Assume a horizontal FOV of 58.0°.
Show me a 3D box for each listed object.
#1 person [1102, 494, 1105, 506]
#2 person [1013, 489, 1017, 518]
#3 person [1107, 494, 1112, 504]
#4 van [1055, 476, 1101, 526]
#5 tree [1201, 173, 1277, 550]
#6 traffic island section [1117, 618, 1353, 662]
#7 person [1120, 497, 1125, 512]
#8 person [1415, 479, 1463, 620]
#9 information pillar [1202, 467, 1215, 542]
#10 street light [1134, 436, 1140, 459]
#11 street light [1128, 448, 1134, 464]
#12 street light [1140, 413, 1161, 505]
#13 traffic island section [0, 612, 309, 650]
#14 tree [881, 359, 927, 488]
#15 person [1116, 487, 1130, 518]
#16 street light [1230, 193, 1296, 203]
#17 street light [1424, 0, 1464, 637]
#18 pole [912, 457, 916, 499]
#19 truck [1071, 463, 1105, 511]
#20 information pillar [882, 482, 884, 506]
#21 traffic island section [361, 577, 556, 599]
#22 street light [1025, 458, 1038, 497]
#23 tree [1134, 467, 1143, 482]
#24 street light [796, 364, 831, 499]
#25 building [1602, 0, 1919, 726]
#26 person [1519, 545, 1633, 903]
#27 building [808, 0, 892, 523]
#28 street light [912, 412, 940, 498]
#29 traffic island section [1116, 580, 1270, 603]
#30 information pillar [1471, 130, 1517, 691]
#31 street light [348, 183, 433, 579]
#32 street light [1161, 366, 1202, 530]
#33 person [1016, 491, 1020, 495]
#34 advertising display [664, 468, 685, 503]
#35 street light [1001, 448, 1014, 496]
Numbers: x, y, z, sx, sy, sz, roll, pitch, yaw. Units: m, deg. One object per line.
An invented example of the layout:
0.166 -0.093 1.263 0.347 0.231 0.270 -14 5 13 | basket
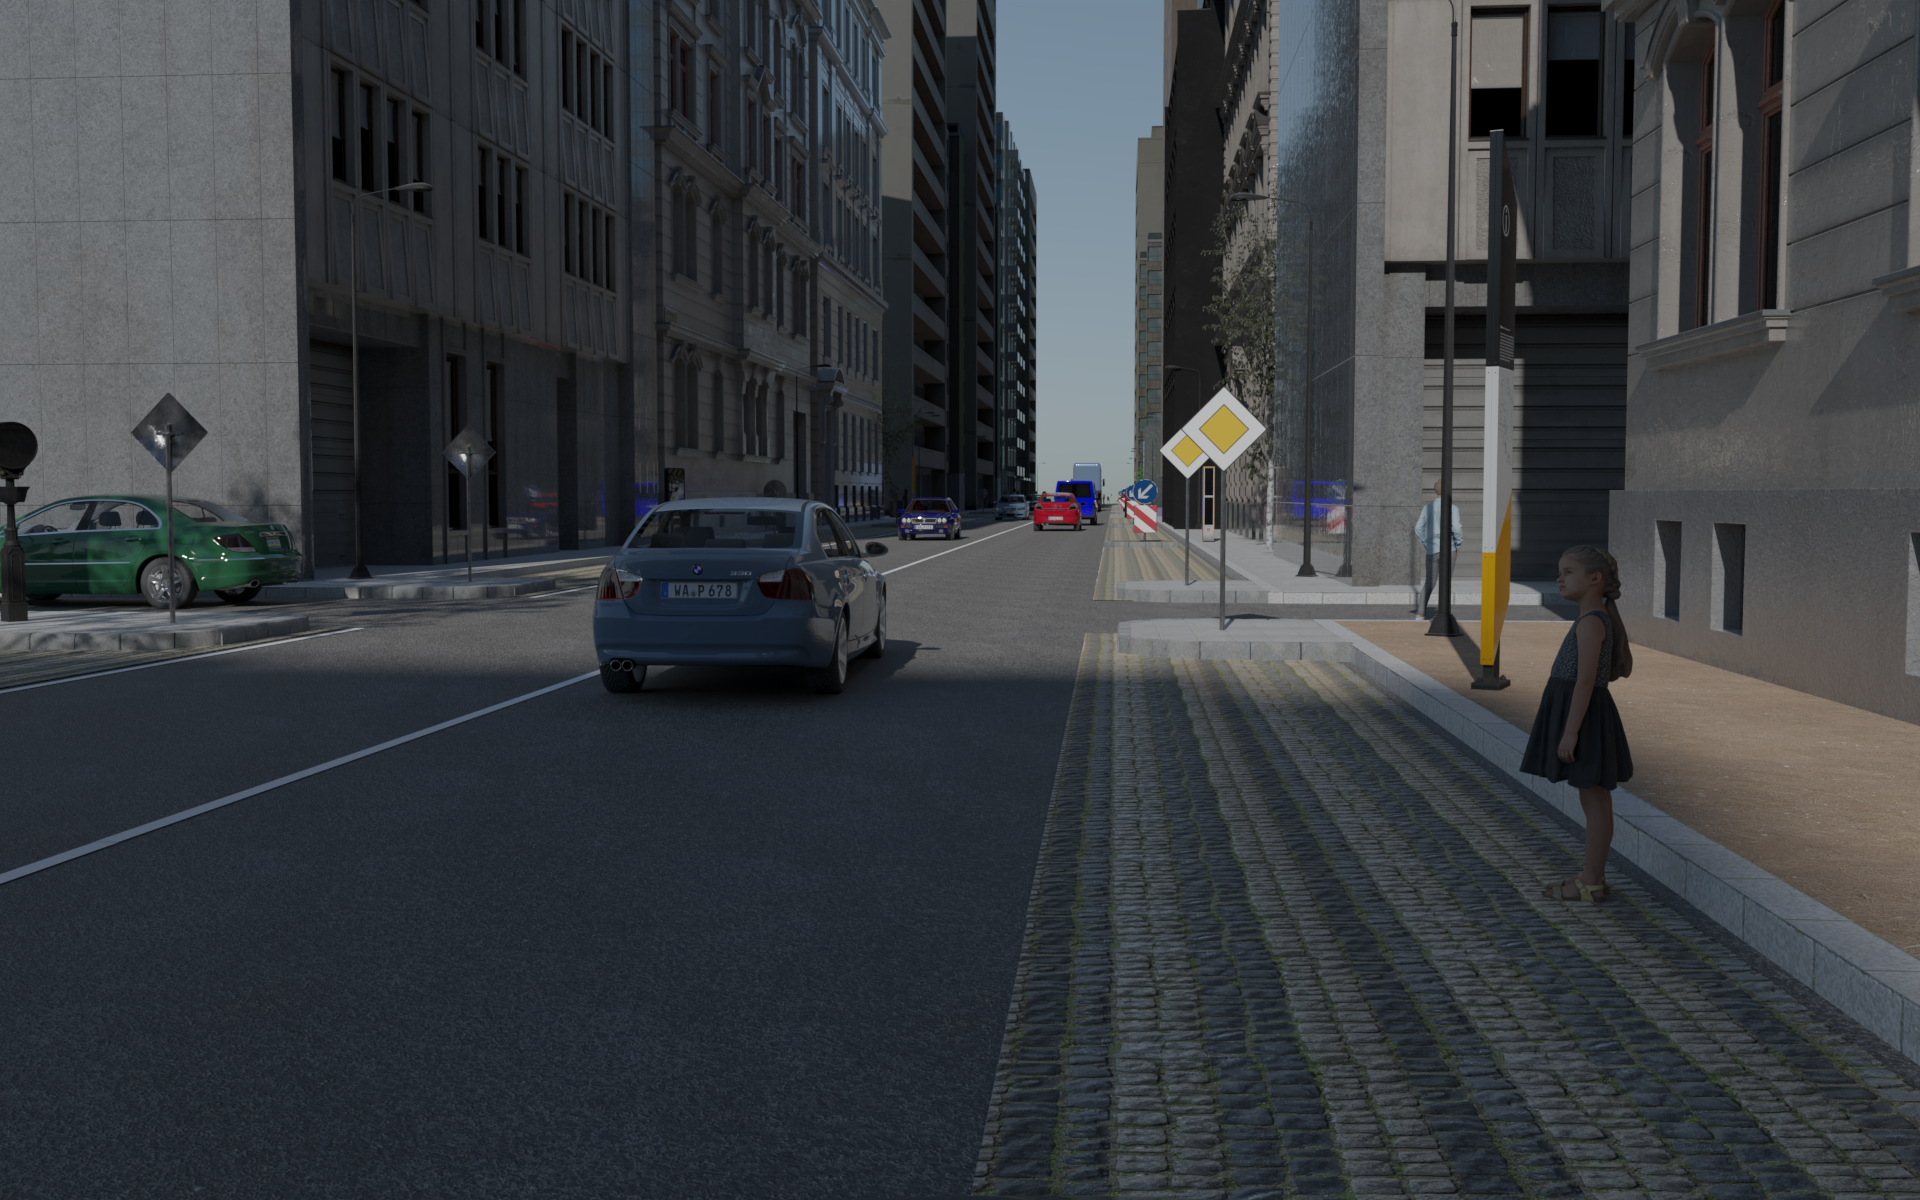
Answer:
17.933 -12.536 216.681 0.599 1.433 0.991 -1 4 -18 | person
3.301 -5.658 101.716 0.721 1.736 1.217 0 4 1 | person
21.850 -14.742 252.720 0.799 1.438 0.628 -1 4 -11 | person
5.392 -4.639 80.239 2.240 2.365 5.245 0 4 6 | van
7.303 -5.459 39.610 4.360 8.622 3.978 0 3 0 | tree
2.490 0.364 16.324 2.009 0.180 2.903 0 4 5 | traffic island section
12.524 -7.579 132.373 0.705 1.831 1.348 0 4 -8 | person
5.270 -0.530 18.972 0.330 1.601 0.589 -2 4 -34 | person
6.636 -2.556 46.279 0.304 2.012 0.304 0 4 3 | information pillar
14.907 -10.177 138.939 1.470 5.913 1.316 0 4 5 | street light
18.999 -13.036 185.683 1.470 5.913 1.316 0 4 5 | street light
11.651 -7.985 103.103 1.470 5.913 1.316 0 4 5 | street light
-7.860 0.308 17.248 2.009 0.180 2.903 0 4 5 | traffic island section
-4.108 -8.714 92.842 4.360 8.622 3.978 0 3 0 | tree
10.046 -5.841 103.936 1.348 1.831 0.705 0 4 -4 | person
4.859 -3.320 26.830 1.470 5.913 1.316 0 4 5 | street light
3.852 -2.633 15.585 1.470 5.913 1.316 0 4 5 | street light
-2.533 -6.198 95.186 0.158 3.312 0.155 0 3 0 | pole
10.319 -9.374 143.027 2.967 4.110 18.799 0 4 6 | truck
-4.368 -5.609 96.200 0.304 2.012 0.304 -1 4 -12 | information pillar
-7.150 -0.179 25.202 2.009 0.180 2.903 0 4 5 | traffic island section
8.862 -15.146 220.170 1.470 5.913 1.316 0 4 5 | street light
19.874 -12.116 181.811 4.285 4.588 4.351 0 3 0 | tree
-5.293 -5.468 61.935 1.470 5.913 1.316 0 4 5 | street light
11.050 -13.199 3.189 14.401 28.519 23.554 0 4 5 | building
2.171 0.433 6.090 0.373 1.253 0.362 2 4 25 | person
-10.955 -17.926 79.001 13.634 28.700 20.117 0 4 5 | building
-1.863 -7.878 101.348 1.470 5.913 1.316 0 4 5 | street light
3.200 -0.122 24.277 2.009 0.180 2.903 0 4 5 | traffic island section
3.559 -1.228 11.440 0.183 3.616 0.504 2 4 29 | information pillar
-8.563 -3.273 26.060 1.470 5.913 1.316 0 4 5 | street light
8.117 -5.512 62.666 1.470 5.913 1.316 0 4 5 | street light
5.195 -8.861 154.063 1.217 1.739 0.721 -2 4 -29 | person
-7.019 -2.289 42.640 0.123 1.923 0.974 1 4 15 | advertising display
4.683 -12.333 174.188 1.470 5.913 1.316 0 4 5 | street light
